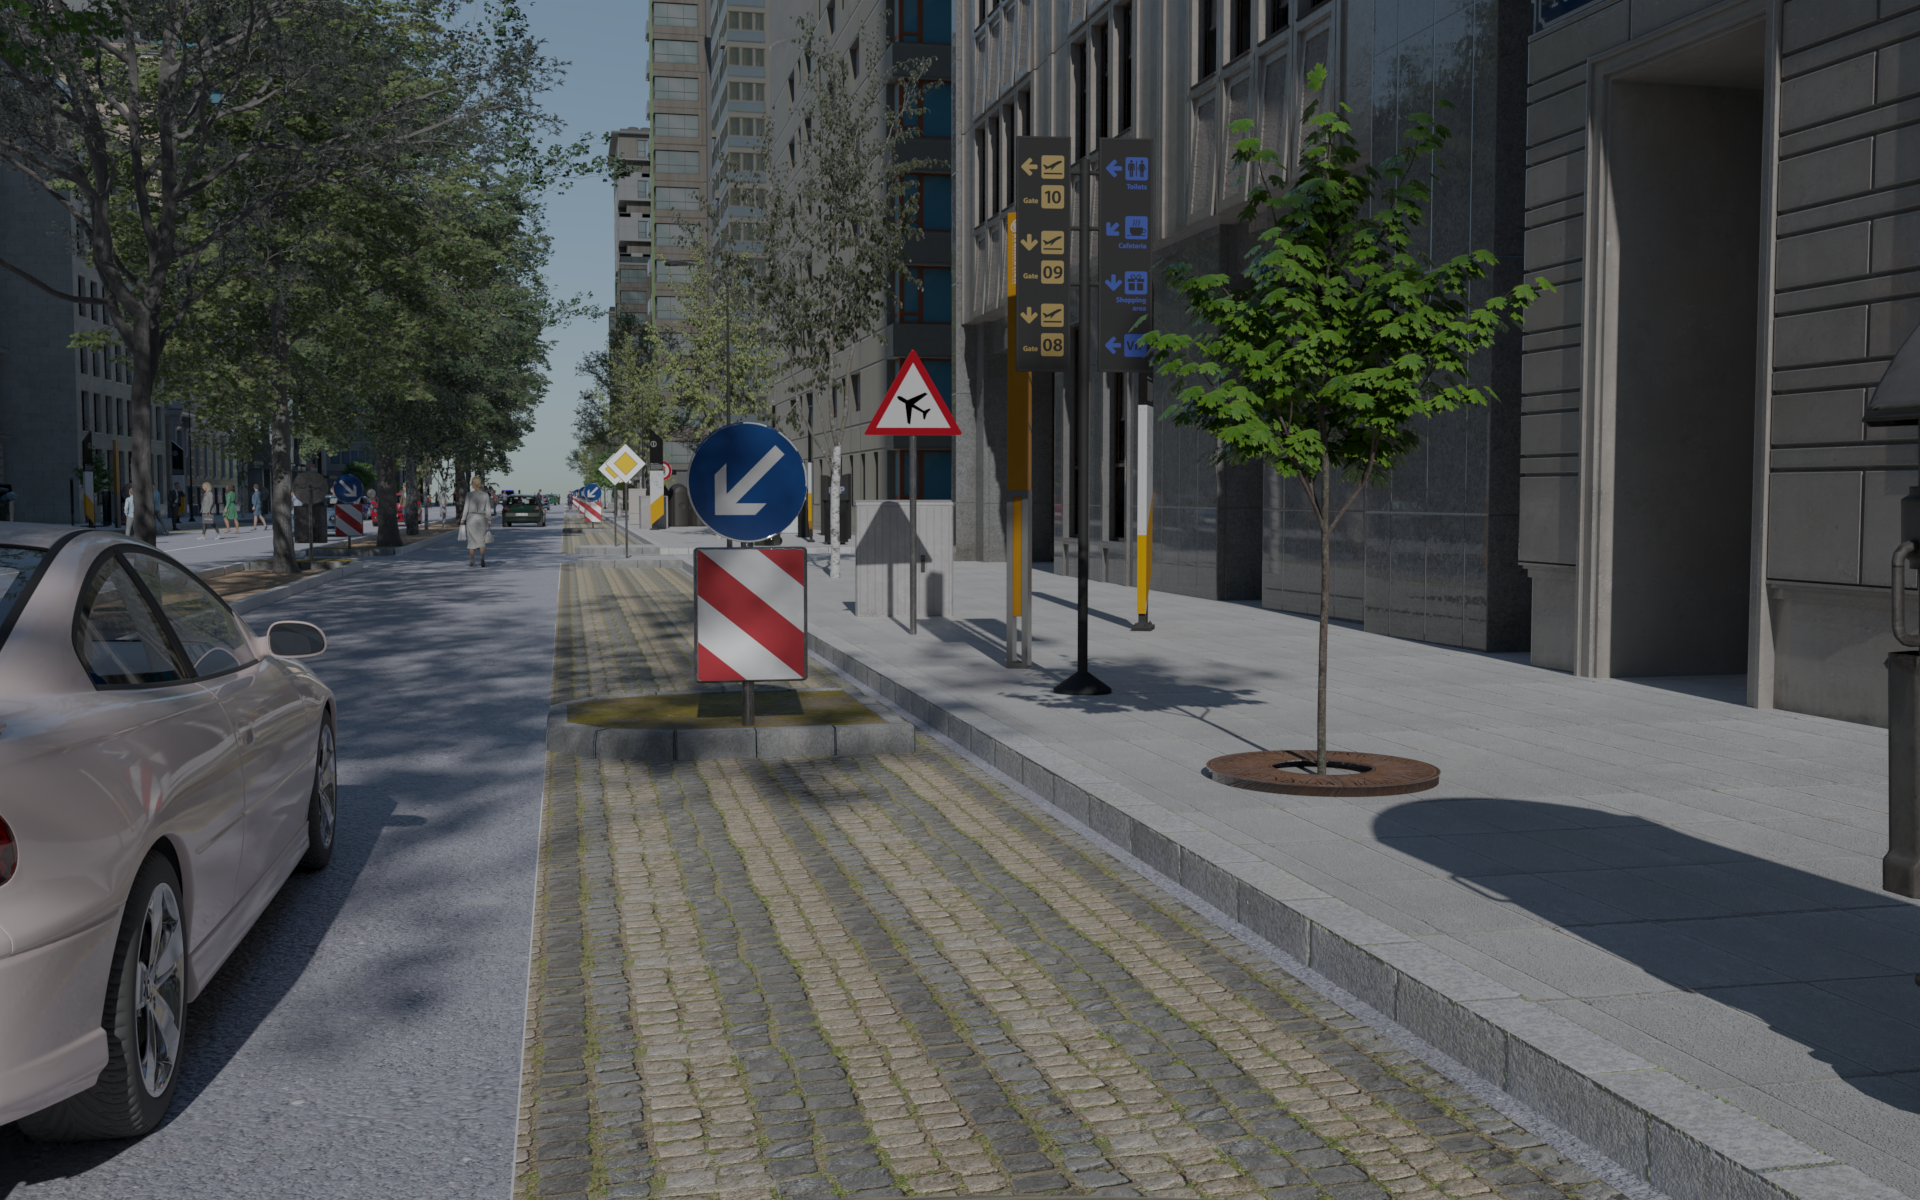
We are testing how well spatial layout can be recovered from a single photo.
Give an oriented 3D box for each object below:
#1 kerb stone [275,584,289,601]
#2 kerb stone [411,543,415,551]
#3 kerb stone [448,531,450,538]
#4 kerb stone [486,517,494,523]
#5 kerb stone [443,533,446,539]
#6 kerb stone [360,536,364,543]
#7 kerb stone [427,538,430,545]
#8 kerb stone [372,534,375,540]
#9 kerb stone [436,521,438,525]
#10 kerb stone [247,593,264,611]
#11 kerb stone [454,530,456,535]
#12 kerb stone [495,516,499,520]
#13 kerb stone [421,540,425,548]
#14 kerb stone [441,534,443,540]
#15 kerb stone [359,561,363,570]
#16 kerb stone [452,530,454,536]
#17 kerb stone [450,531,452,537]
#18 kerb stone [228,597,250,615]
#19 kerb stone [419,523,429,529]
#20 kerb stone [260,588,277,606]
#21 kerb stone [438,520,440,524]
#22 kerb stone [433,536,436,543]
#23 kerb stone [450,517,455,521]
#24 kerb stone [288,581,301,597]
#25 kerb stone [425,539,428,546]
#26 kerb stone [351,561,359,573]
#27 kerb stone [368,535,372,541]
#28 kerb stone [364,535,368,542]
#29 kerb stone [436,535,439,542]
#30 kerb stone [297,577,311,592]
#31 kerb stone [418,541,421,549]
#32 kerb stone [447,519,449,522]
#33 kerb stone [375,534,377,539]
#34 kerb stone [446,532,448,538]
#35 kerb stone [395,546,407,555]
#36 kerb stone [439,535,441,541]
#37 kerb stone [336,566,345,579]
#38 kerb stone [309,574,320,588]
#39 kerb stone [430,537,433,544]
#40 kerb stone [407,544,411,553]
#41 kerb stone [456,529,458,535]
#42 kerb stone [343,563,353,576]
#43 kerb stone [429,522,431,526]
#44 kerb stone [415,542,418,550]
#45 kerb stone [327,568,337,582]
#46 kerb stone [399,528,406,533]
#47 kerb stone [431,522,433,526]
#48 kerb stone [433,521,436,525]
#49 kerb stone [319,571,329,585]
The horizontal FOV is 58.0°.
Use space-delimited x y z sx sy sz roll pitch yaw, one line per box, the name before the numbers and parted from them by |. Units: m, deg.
kerb stone | -9.276 -0.080 23.498 0.120 0.150 1.000 -1 4 -13
kerb stone | -13.726 -1.270 43.088 0.120 0.150 1.000 -1 4 -13
kerb stone | -16.689 -2.068 56.075 0.120 0.150 1.000 -1 4 -13
kerb stone | -24.423 -4.150 90.041 0.120 0.150 1.000 -1 4 -13
kerb stone | -16.238 -1.947 54.077 0.120 0.150 1.000 -1 4 -13
kerb stone | -17.602 -1.736 50.607 0.120 0.150 1.000 -1 4 -13
kerb stone | -14.874 -1.583 48.081 0.120 0.150 1.000 -1 4 -13
kerb stone | -18.291 -1.921 53.602 0.120 0.150 1.000 -1 4 -13
kerb stone | -24.189 -3.505 79.579 0.120 0.150 1.000 -1 4 -13
kerb stone | -8.822 0.042 21.501 0.120 0.150 1.000 -1 4 -13
kerb stone | -17.367 -2.255 59.066 0.120 0.150 1.000 -1 4 -13
kerb stone | -25.790 -4.516 96.036 0.120 0.150 1.000 -1 4 -13
kerb stone | -14.417 -1.461 46.080 0.120 0.150 1.000 -1 4 -13
kerb stone | -16.012 -1.882 53.081 0.120 0.150 1.000 -1 4 -13
kerb stone | -11.329 -0.631 32.506 0.120 0.150 1.000 -1 4 -13
kerb stone | -17.145 -2.192 58.068 0.120 0.150 1.000 -1 4 -13
kerb stone | -16.915 -2.133 57.072 0.120 0.150 1.000 -1 4 -13
kerb stone | -8.591 0.103 20.505 0.120 0.150 1.000 -1 4 -13
kerb stone | -23.067 -3.200 74.585 0.120 0.150 1.000 -1 4 -13
kerb stone | -9.049 -0.019 22.500 0.120 0.150 1.000 -1 4 -13
kerb stone | -24.425 -3.571 80.574 0.120 0.150 1.000 -1 4 -13
kerb stone | -15.331 -1.705 50.073 0.120 0.150 1.000 -1 4 -13
kerb stone | -26.923 -4.243 91.567 0.120 0.150 1.000 -1 4 -13
kerb stone | -9.500 -0.136 24.496 0.120 0.150 1.000 -1 4 -13
kerb stone | -14.645 -1.522 47.076 0.120 0.150 1.000 -1 4 -13
kerb stone | -11.099 -0.569 31.499 0.120 0.150 1.000 -1 4 -13
kerb stone | -18.059 -1.860 52.606 0.120 0.150 1.000 -1 4 -13
kerb stone | -17.827 -1.799 51.604 0.120 0.150 1.000 -1 4 -13
kerb stone | -15.550 -1.766 51.071 0.120 0.150 1.000 -1 4 -13
kerb stone | -9.730 -0.202 25.492 0.120 0.150 1.000 -1 4 -13
kerb stone | -14.188 -1.400 45.081 0.120 0.150 1.000 -1 4 -13
kerb stone | -25.791 -3.935 86.575 0.120 0.150 1.000 -1 4 -13
kerb stone | -18.509 -1.982 54.603 0.120 0.150 1.000 -1 4 -13
kerb stone | -16.462 -2.003 55.075 0.120 0.150 1.000 -1 4 -13
kerb stone | -13.283 -1.155 41.079 0.120 0.150 1.000 -1 4 -13
kerb stone | -15.786 -1.828 52.084 0.120 0.150 1.000 -1 4 -13
kerb stone | -10.645 -0.442 29.490 0.120 0.150 1.000 -1 4 -13
kerb stone | -9.955 -0.263 26.489 0.120 0.150 1.000 -1 4 -13
kerb stone | -15.097 -1.643 49.078 0.120 0.150 1.000 -1 4 -13
kerb stone | -13.505 -1.216 42.082 0.120 0.150 1.000 -1 4 -13
kerb stone | -17.598 -2.316 60.061 0.120 0.150 1.000 -1 4 -13
kerb stone | -10.866 -0.508 30.497 0.120 0.150 1.000 -1 4 -13
kerb stone | -23.284 -3.262 75.584 0.120 0.150 1.000 -1 4 -13
kerb stone | -13.960 -1.336 44.082 0.120 0.150 1.000 -1 4 -13
kerb stone | -10.412 -0.385 28.488 0.120 0.150 1.000 -1 4 -13
kerb stone | -20.787 -2.590 64.594 0.120 0.150 1.000 -1 4 -13
kerb stone | -23.516 -3.327 76.584 0.120 0.150 1.000 -1 4 -13
kerb stone | -23.973 -3.449 78.579 0.120 0.150 1.000 -1 4 -13
kerb stone | -10.185 -0.322 27.488 0.120 0.150 1.000 -1 4 -13
